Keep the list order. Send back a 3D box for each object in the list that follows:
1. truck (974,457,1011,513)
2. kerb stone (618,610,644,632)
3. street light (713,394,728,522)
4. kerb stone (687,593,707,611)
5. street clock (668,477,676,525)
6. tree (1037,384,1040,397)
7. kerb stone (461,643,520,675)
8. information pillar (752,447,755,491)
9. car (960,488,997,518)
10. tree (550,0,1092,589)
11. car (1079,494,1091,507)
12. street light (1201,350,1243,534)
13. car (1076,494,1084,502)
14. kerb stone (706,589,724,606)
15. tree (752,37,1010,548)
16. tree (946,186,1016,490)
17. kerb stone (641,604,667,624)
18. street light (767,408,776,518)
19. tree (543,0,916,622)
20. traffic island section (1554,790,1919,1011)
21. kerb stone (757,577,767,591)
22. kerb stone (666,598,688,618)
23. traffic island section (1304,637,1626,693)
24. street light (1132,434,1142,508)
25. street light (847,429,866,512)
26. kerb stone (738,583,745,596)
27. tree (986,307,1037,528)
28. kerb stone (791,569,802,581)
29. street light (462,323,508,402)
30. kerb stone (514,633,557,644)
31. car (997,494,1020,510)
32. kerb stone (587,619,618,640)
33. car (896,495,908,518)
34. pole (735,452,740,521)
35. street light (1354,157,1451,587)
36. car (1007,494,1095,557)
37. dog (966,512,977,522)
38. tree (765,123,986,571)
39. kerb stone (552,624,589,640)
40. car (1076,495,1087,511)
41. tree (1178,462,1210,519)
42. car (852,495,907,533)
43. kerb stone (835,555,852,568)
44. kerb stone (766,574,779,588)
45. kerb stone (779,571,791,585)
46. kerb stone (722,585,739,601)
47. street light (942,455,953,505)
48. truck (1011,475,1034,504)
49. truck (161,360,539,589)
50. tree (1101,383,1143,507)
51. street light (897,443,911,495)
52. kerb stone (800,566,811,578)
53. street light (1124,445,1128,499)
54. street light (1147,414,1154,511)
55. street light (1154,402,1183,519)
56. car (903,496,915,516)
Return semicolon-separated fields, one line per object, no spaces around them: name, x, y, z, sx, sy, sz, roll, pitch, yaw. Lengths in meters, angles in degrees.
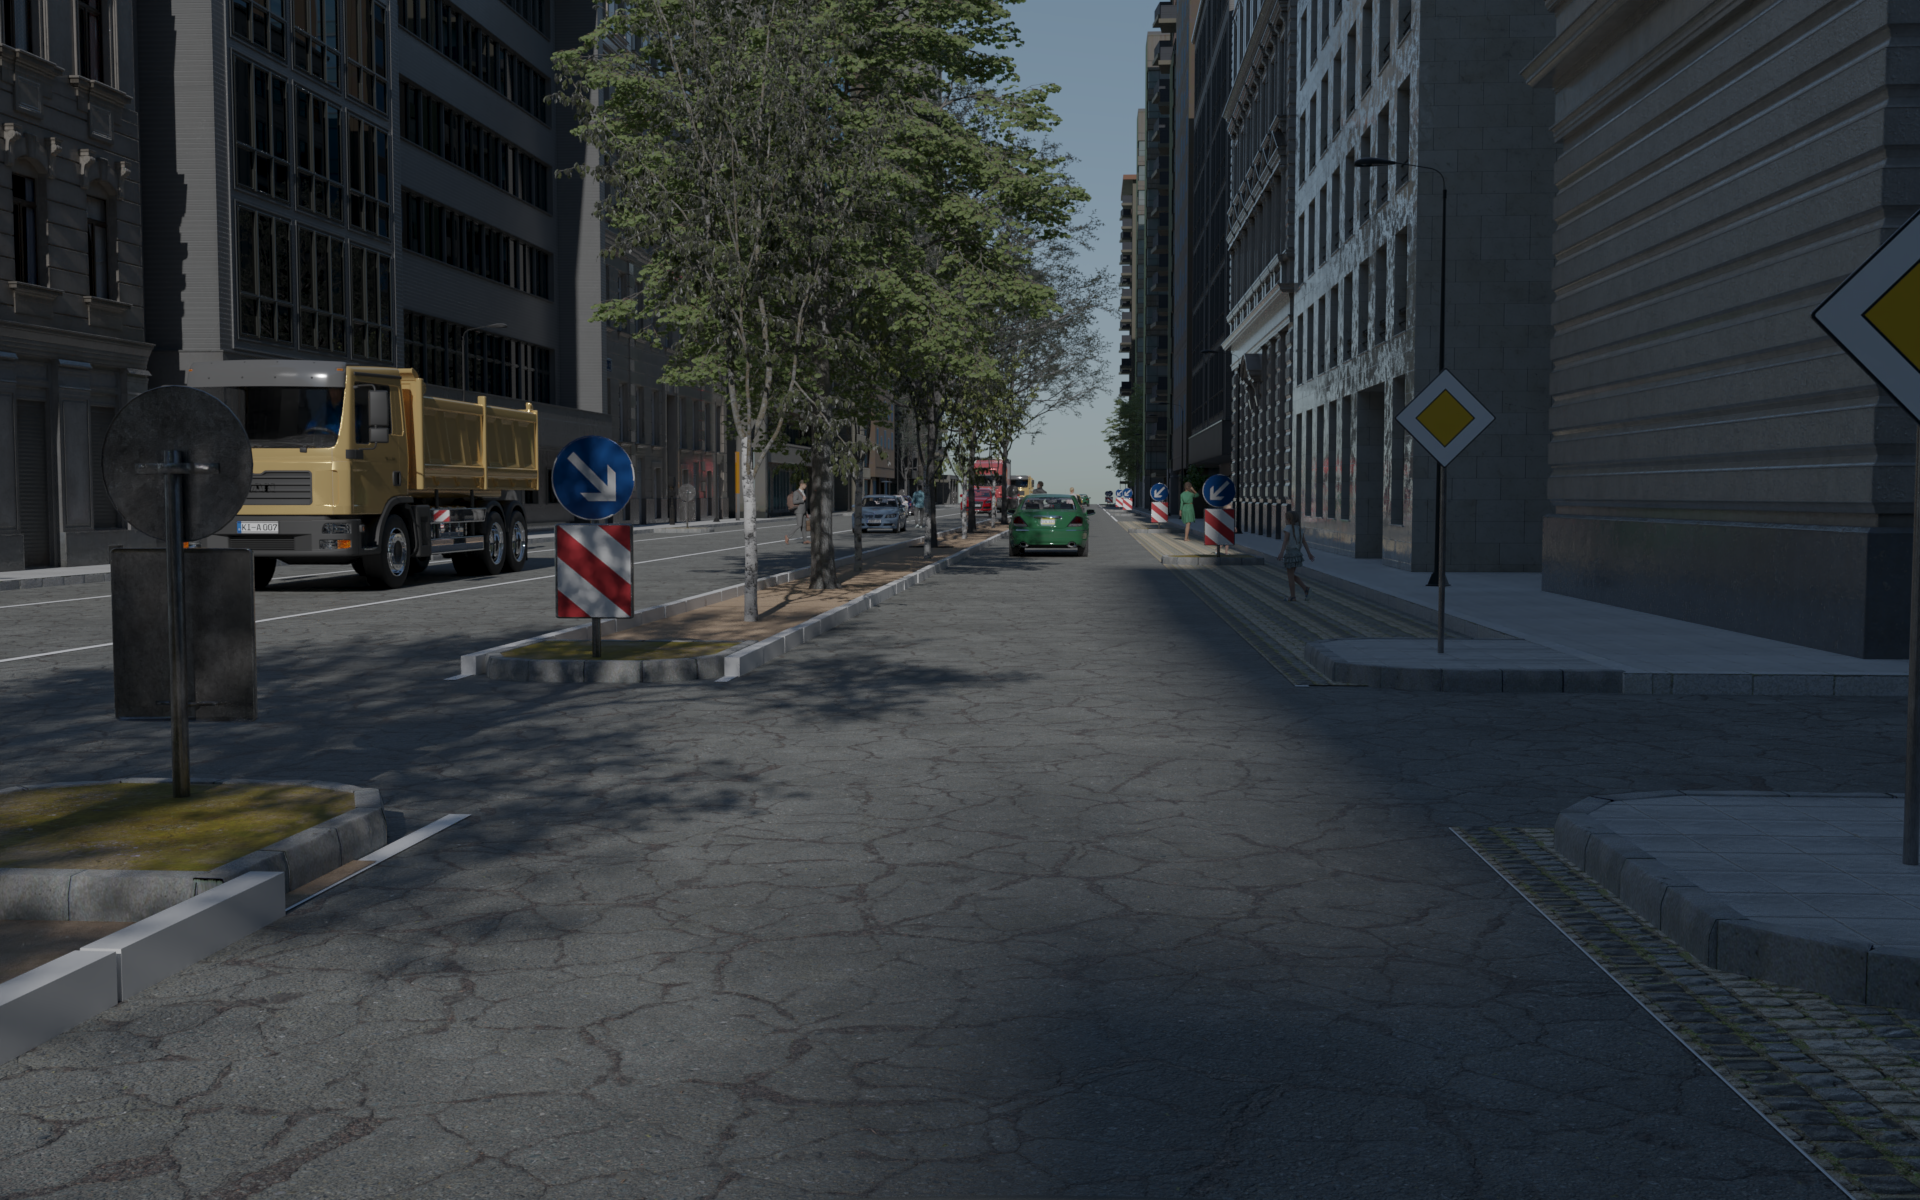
truck;2.461;-8.923;134.801;2.839;4.237;11.283;0;4;5
kerb stone;-3.554;0.238;18.306;0.120;0.150;1.000;0;4;4
street light;-10.618;-6.520;79.145;1.470;5.913;1.316;0;4;4
kerb stone;-3.320;0.050;21.382;0.120;0.150;1.000;0;4;4
street clock;-11.961;-4.121;71.941;0.358;2.002;0.471;0;4;4
tree;1.368;-7.305;72.248;4.737;8.622;4.395;0;3;0
kerb stone;-3.852;0.489;14.198;0.120;0.150;1.000;0;4;4
information pillar;-10.310;-5.811;86.360;0.183;3.616;0.504;0;4;0
car;1.169;-6.041;107.439;2.281;1.827;5.304;0;4;4
tree;-1.980;-6.402;25.249;7.486;12.596;7.792;0;3;0
car;13.959;-11.443;198.883;2.131;1.459;4.920;0;4;5
street light;8.438;-5.095;55.852;1.470;5.913;1.316;0;4;4
car;11.516;-10.098;175.318;2.015;1.641;3.980;0;4;3
kerb stone;-3.253;-0.011;22.409;0.120;0.150;1.000;0;4;4
tree;-0.787;-8.134;45.820;12.009;13.543;11.850;0;3;0
tree;-0.715;-5.190;37.673;4.360;8.622;3.978;0;3;0
kerb stone;-3.481;0.175;19.329;0.120;0.150;1.000;0;4;4
street light;-9.688;-7.293;91.782;1.470;5.913;1.316;0;4;4
tree;-2.340;-4.042;18.906;4.360;8.622;3.978;0;3;0
traffic island section;3.316;0.995;6.016;2.009;0.180;2.903;0;4;4
kerb stone;-3.022;-0.201;25.478;0.120;0.150;1.000;0;4;4
kerb stone;-3.395;0.115;20.353;0.120;0.150;1.000;0;4;4
traffic island section;3.898;0.508;13.980;2.009;0.180;2.903;0;4;4
street light;14.132;-9.828;133.225;1.470;5.913;1.316;0;4;4
street light;-7.439;-9.280;124.273;1.470;5.913;1.316;0;4;4
kerb stone;-3.101;-0.138;24.452;0.120;0.150;1.000;0;4;4
tree;0.113;-6.266;55.277;4.737;8.622;4.395;0;3;0
kerb stone;-2.795;-0.389;28.553;0.120;0.150;1.000;0;4;4
street light;-13.006;-4.574;47.332;1.470;5.913;1.316;0;4;4
kerb stone;-3.773;0.427;15.221;0.120;0.150;1.000;0;4;4
car;4.220;-8.912;154.387;2.281;1.827;5.304;0;4;4
kerb stone;-3.631;0.301;17.270;0.120;0.150;1.000;0;4;4
car;-4.123;-5.602;103.960;2.083;1.381;4.827;0;4;2
pole;-10.732;-5.486;83.545;0.158;3.312;0.155;0;3;0
street light;6.134;-3.149;24.033;1.470;5.913;1.316;0;4;4
car;2.139;-1.788;41.028;2.131;1.459;4.920;0;4;4
dog;0.565;-4.274;89.165;0.406;0.507;0.540;3;5;39
tree;-1.909;-4.848;32.086;4.737;8.622;4.395;0;3;0
kerb stone;-3.704;0.364;16.242;0.120;0.150;1.000;0;4;4
car;5.332;-4.706;86.735;2.009;1.686;4.222;0;4;6
tree;12.155;-5.881;90.760;1.663;3.219;1.824;0;3;0
car;-2.998;-3.241;64.989;2.014;1.417;4.499;0;4;3
kerb stone;-2.350;-0.764;34.683;0.120;0.150;1.000;0;4;4
kerb stone;-2.958;-0.264;26.506;0.120;0.150;1.000;0;4;4
kerb stone;-2.877;-0.326;27.535;0.120;0.150;1.000;0;4;4
kerb stone;-3.177;-0.075;23.428;0.120;0.150;1.000;0;4;4
street light;-1.447;-14.332;206.874;1.470;5.913;1.316;0;4;4
truck;6.194;-11.318;180.974;3.469;3.379;9.791;0;4;5
truck;-9.571;-1.977;28.244;3.469;3.379;9.791;0;4;4
tree;18.142;-15.753;175.692;7.486;12.596;7.792;0;3;0
street light;-5.079;-11.249;156.459;1.470;5.913;1.316;0;4;4
kerb stone;-2.724;-0.451;29.573;0.120;0.150;1.000;0;4;4
street light;16.316;-11.775;165.069;1.470;5.913;1.316;0;4;4
street light;11.618;-7.849;100.880;1.470;5.913;1.316;0;4;4
street light;10.709;-7.042;87.673;1.470;5.913;1.316;0;4;4
car;-3.955;-6.144;113.033;1.945;1.354;3.894;0;4;6
